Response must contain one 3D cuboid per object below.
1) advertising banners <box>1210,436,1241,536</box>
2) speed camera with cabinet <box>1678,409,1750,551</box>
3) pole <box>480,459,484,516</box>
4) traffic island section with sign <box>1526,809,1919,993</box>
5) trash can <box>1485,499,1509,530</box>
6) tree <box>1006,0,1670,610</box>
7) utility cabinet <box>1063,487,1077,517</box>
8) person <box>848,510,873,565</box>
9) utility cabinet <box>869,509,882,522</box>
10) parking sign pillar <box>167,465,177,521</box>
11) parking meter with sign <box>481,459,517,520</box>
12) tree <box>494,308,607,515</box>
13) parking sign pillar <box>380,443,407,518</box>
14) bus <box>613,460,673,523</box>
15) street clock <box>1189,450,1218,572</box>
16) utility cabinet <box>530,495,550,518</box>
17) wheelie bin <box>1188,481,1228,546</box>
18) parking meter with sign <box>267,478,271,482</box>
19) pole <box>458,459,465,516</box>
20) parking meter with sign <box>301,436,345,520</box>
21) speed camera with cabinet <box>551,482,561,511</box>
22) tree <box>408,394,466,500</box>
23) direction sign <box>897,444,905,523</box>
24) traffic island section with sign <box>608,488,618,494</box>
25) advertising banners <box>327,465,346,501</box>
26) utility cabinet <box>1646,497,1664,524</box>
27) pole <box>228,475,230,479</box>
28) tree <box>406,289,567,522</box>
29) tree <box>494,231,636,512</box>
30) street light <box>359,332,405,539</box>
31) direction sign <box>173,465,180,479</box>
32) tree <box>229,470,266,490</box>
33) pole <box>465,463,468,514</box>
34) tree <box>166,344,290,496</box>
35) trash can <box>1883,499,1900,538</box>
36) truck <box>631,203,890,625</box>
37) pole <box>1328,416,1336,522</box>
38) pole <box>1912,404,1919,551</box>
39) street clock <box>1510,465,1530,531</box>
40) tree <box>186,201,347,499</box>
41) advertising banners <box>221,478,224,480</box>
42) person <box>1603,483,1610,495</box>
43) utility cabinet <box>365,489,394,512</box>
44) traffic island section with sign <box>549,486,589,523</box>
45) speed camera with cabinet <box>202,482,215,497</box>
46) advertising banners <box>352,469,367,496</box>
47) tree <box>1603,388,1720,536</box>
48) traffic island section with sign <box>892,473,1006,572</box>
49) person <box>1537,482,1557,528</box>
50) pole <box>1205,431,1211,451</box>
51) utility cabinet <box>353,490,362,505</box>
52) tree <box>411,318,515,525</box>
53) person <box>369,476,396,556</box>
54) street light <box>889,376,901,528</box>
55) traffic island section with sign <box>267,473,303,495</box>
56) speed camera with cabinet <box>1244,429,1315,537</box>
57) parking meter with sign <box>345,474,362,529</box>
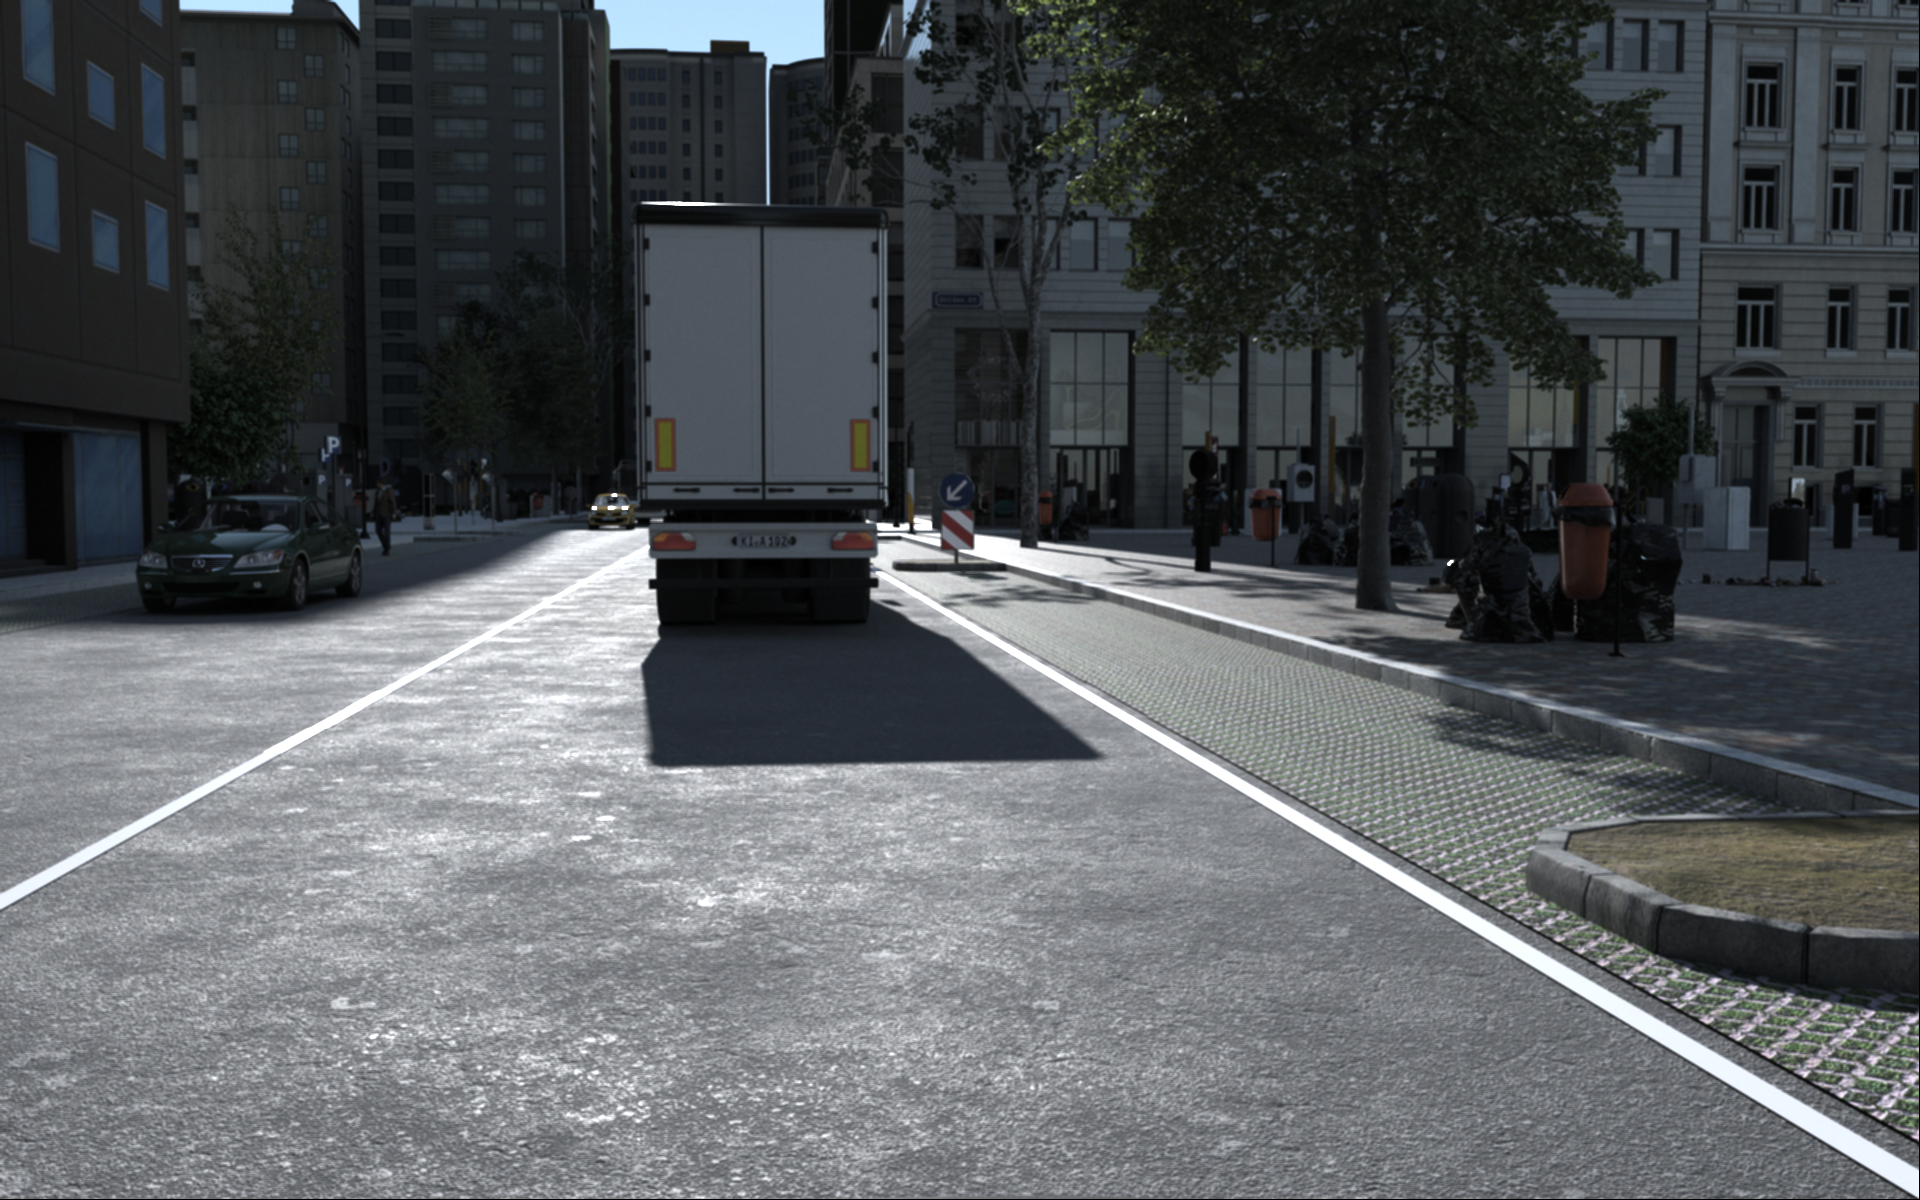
[{"bbox_3d":[8.161,-3.496,53.346,0.090,3.025,2.074,2,4,35],"label":"advertising banners"},{"bbox_3d":[17.298,-2.776,39.728,0.660,3.252,2.038,-1,4,-8],"label":"speed camera with cabinet"},{"bbox_3d":[-27.796,-6.531,100.624,0.158,3.312,0.155,0,3,0],"label":"pole"},{"bbox_3d":[3.078,0.168,5.881,1.989,1.847,2.006,0,4,-7],"label":"traffic island section with sign"},{"bbox_3d":[16.546,-2.553,53.400,0.748,1.137,0.748,0,3,0],"label":"trash can"},{"bbox_3d":[4.245,-6.168,18.969,7.486,12.596,7.792,0,3,0],"label":"tree"},{"bbox_3d":[3.349,-2.704,52.896,0.318,1.500,1.173,1,4,9],"label":"utility cabinet"},{"bbox_3d":[-2.105,-1.603,34.810,0.635,1.810,0.391,2,4,28],"label":"person"},{"bbox_3d":[-3.913,-4.226,80.258,0.306,1.237,1.020,-2,4,-26],"label":"utility cabinet"},{"bbox_3d":[-37.849,-5.746,82.426,1.447,3.967,1.447,-3,4,-39],"label":"parking sign pillar"},{"bbox_3d":[-22.868,-5.489,86.007,0.543,3.016,1.738,3,5,40],"label":"parking meter with sign"},{"bbox_3d":[-25.226,-11.491,105.999,7.486,12.596,7.792,0,3,0],"label":"tree"},{"bbox_3d":[-30.053,-6.291,91.329,1.447,3.967,1.447,3,5,42],"label":"parking sign pillar"},{"bbox_3d":[-14.725,-5.451,83.976,2.948,3.499,13.247,0,4,-6],"label":"bus"},{"bbox_3d":[4.020,-1.471,28.622,0.358,2.002,0.471,-2,4,-34],"label":"street clock"},{"bbox_3d":[-22.943,-5.106,94.648,1.020,1.237,0.306,-2,4,-26],"label":"utility cabinet"},{"bbox_3d":[6.109,-2.118,42.537,0.980,1.594,0.693,-1,4,-11],"label":"wheelie bin"},{"bbox_3d":[-32.985,-5.342,83.605,0.543,3.016,1.738,3,5,41],"label":"parking meter with sign"},{"bbox_3d":[-28.676,-6.451,99.321,0.158,3.312,0.155,0,3,0],"label":"pole"},{"bbox_3d":[-19.531,-3.435,52.425,1.738,3.016,0.543,2,4,30],"label":"parking meter with sign"},{"bbox_3d":[-31.515,-8.433,132.212,2.038,3.252,0.660,0,4,-5],"label":"speed camera with cabinet"},{"bbox_3d":[-38.579,-10.813,127.155,4.360,8.622,3.978,0,3,0],"label":"tree"},{"bbox_3d":[-2.623,-5.256,77.931,0.379,3.537,0.876,2,4,28],"label":"direction sign"},{"bbox_3d":[-22.537,-6.361,112.636,1.989,1.847,2.006,0,4,-7],"label":"traffic island section with sign"},{"bbox_3d":[-38.239,-6.664,105.138,2.074,3.025,0.090,0,4,7],"label":"advertising banners"},{"bbox_3d":[13.169,-1.326,32.835,0.306,1.237,1.020,1,4,20],"label":"utility cabinet"},{"bbox_3d":[-41.298,-6.364,97.902,0.158,3.312,0.155,0,3,0],"label":"pole"},{"bbox_3d":[-21.524,-8.868,79.411,7.601,10.594,8.767,0,4,-2],"label":"tree"},{"bbox_3d":[-25.560,-16.320,122.719,12.611,20.169,13.585,0,3,0],"label":"tree"},{"bbox_3d":[-16.598,-4.721,49.724,1.470,5.913,1.316,0,4,-7],"label":"street light"},{"bbox_3d":[-41.465,-6.099,91.723,0.379,3.537,0.876,2,4,33],"label":"direction sign"},{"bbox_3d":[-33.348,-5.311,81.435,1.663,3.219,1.824,0,3,0],"label":"tree"},{"bbox_3d":[-32.206,-7.283,112.924,0.158,3.312,0.155,0,3,0],"label":"pole"},{"bbox_3d":[-16.294,-3.313,37.888,4.285,4.588,4.351,0,3,0],"label":"tree"},{"bbox_3d":[27.615,-2.412,51.094,0.748,1.137,0.748,0,3,0],"label":"trash can"},{"bbox_3d":[-2.551,-2.047,22.390,2.839,4.237,11.283,0,4,-7],"label":"truck"},{"bbox_3d":[9.762,-3.158,45.484,0.158,3.312,0.155,0,3,0],"label":"pole"},{"bbox_3d":[21.696,-2.781,39.305,0.158,3.312,0.155,0,3,0],"label":"pole"},{"bbox_3d":[14.003,-2.373,43.366,0.358,2.002,0.471,-2,4,-25],"label":"street clock"},{"bbox_3d":[-17.123,-5.675,43.144,4.737,8.622,4.395,0,3,0],"label":"tree"},{"bbox_3d":[-55.358,-8.312,132.094,2.074,3.025,0.090,0,4,-8],"label":"advertising banners"},{"bbox_3d":[22.102,-3.122,59.726,0.592,1.802,0.473,1,4,21],"label":"person"},{"bbox_3d":[-27.149,-4.436,81.201,1.173,1.500,0.318,1,4,14],"label":"utility cabinet"},{"bbox_3d":[-19.203,-4.710,85.644,1.989,1.847,2.006,0,4,-7],"label":"traffic island section with sign"},{"bbox_3d":[-35.794,-5.354,81.872,2.038,3.252,0.660,2,4,33],"label":"speed camera with cabinet"},{"bbox_3d":[-44.691,-8.034,127.544,2.074,3.025,0.090,0,4,1],"label":"advertising banners"},{"bbox_3d":[21.785,-4.289,53.831,4.285,4.588,4.351,0,3,0],"label":"tree"},{"bbox_3d":[-0.256,-1.477,32.772,1.989,1.847,2.006,0,4,-7],"label":"traffic island section with sign"},{"bbox_3d":[20.488,-3.184,60.431,0.514,1.842,0.818,-2,4,-25],"label":"person"},{"bbox_3d":[8.084,-3.829,56.450,0.158,3.312,0.155,0,3,0],"label":"pole"},{"bbox_3d":[-29.831,-4.739,86.164,0.318,1.500,1.173,0,4,4],"label":"utility cabinet"},{"bbox_3d":[-20.359,-7.429,71.831,4.737,8.622,4.395,0,3,0],"label":"tree"},{"bbox_3d":[-13.433,-1.952,40.323,0.656,1.842,0.836,-1,4,-8],"label":"person"},{"bbox_3d":[-2.979,-5.728,66.187,1.470,5.913,1.316,0,4,-7],"label":"street light"},{"bbox_3d":[-12.583,-1.434,32.079,1.989,1.847,2.006,0,4,-7],"label":"traffic island section with sign"},{"bbox_3d":[9.627,-3.536,52.154,2.038,3.252,0.660,-1,4,-14],"label":"speed camera with cabinet"},{"bbox_3d":[-23.173,-4.199,64.922,1.738,3.016,0.543,2,4,27],"label":"parking meter with sign"}]
